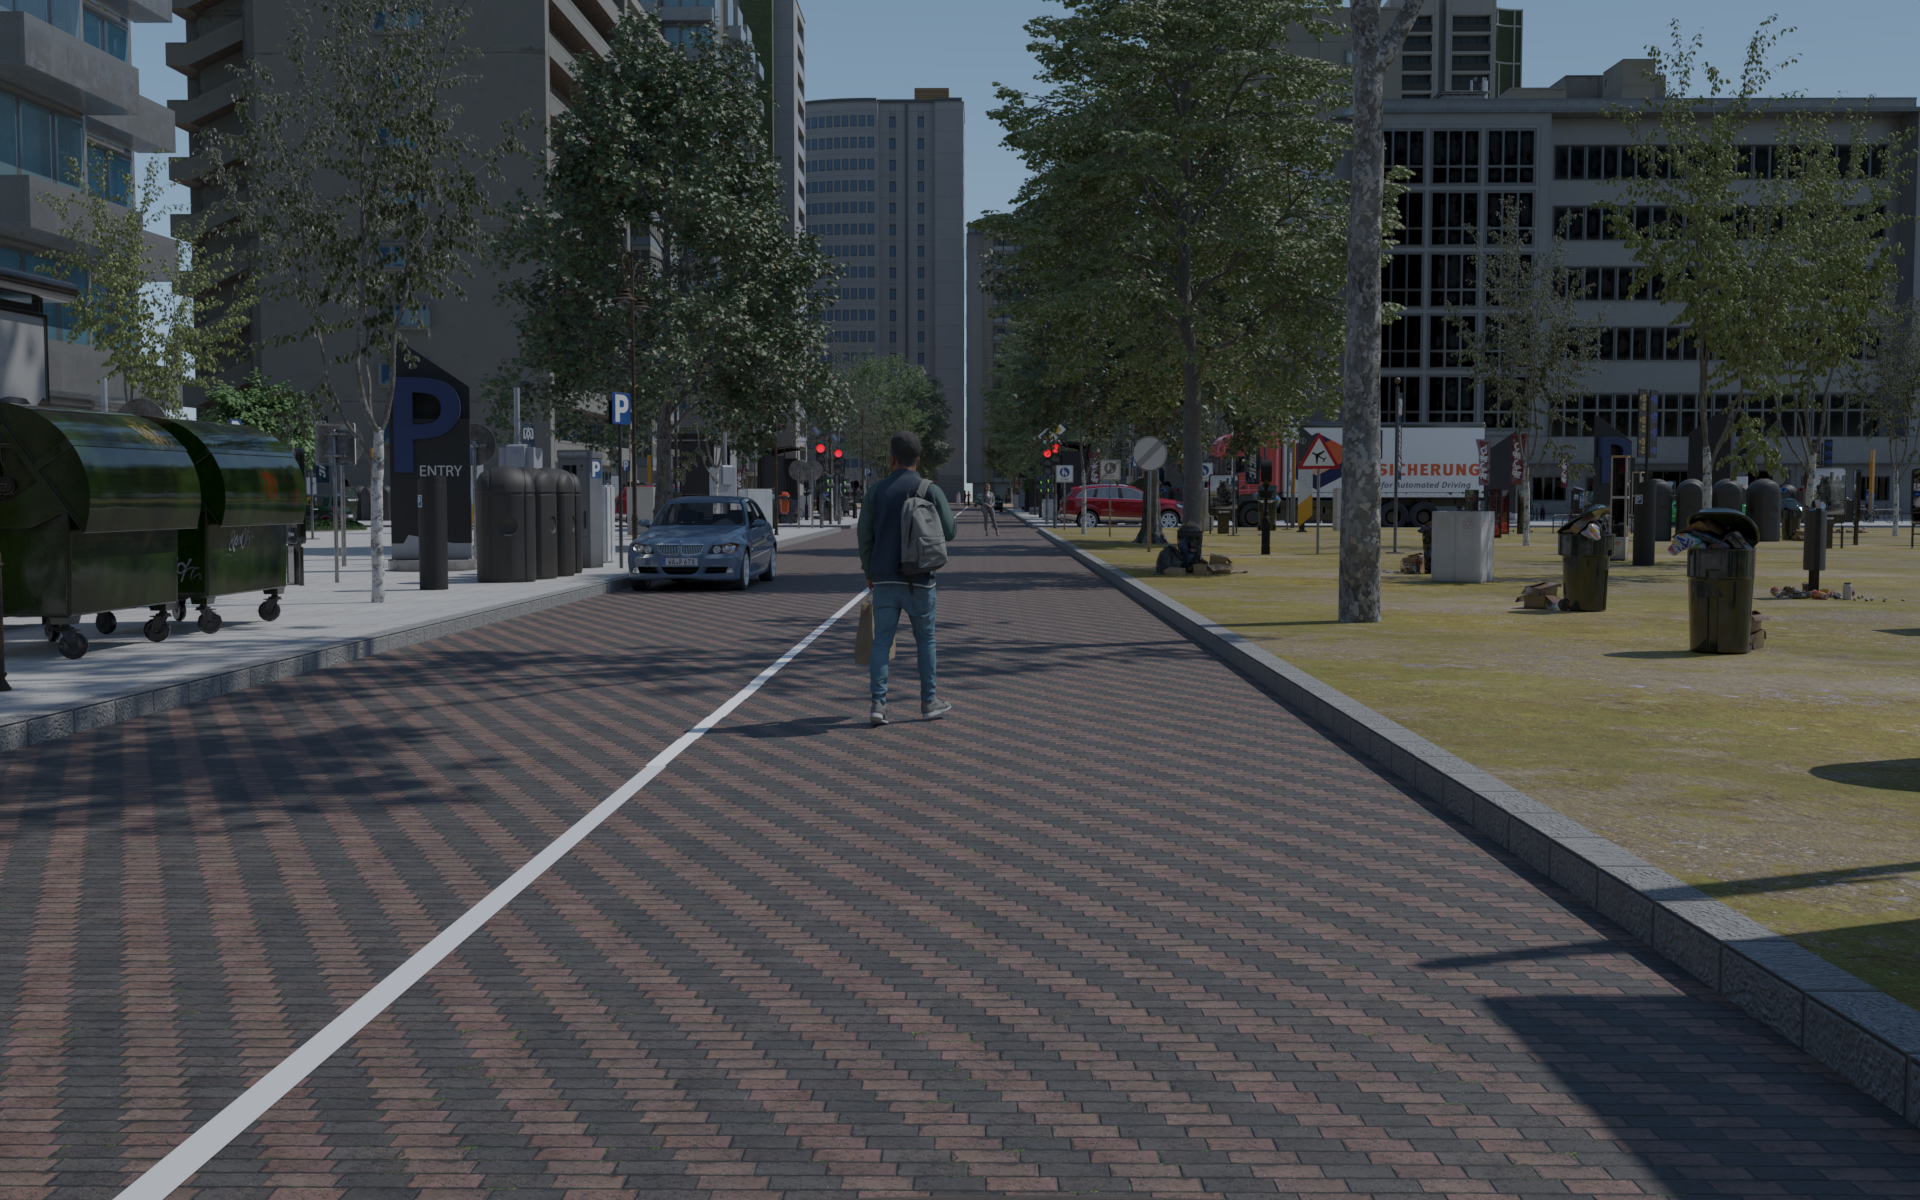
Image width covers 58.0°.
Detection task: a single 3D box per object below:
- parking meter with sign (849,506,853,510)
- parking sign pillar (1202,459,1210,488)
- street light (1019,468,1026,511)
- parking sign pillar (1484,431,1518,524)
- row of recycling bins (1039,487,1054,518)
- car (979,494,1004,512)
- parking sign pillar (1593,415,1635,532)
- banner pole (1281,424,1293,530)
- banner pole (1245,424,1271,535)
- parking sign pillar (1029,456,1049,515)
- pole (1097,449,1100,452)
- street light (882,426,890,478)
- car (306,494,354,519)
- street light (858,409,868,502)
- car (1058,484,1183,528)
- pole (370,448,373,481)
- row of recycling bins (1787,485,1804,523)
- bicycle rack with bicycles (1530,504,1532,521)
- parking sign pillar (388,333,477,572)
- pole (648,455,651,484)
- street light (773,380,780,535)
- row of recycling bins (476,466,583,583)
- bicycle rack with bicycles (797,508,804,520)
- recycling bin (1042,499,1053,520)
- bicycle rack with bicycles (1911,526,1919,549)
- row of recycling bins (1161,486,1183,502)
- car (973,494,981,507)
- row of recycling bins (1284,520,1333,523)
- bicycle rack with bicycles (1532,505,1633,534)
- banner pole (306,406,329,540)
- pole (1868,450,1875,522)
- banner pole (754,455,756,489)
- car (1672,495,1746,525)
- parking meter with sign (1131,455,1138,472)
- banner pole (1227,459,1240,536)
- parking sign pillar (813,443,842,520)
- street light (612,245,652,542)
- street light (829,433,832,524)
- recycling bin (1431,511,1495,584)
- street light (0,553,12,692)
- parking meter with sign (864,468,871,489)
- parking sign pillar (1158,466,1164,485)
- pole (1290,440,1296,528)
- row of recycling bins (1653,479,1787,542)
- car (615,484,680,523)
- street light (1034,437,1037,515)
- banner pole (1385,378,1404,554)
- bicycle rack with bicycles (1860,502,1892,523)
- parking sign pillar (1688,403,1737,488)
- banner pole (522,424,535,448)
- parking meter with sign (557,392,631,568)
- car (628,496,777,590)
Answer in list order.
[{"bbox_3d":[-8.823,-8.561,136.238,0.543,3.016,1.738,-2,4,-35],"label":"parking meter with sign"},{"bbox_3d":[14.067,-6.659,97.353,1.447,3.967,1.447,3,5,43],"label":"parking sign pillar"},{"bbox_3d":[4.766,-9.390,126.316,0.468,5.910,1.993,0,4,1],"label":"street light"},{"bbox_3d":[23.117,-5.227,73.929,1.447,3.967,1.447,2,4,30],"label":"parking sign pillar"},{"bbox_3d":[4.846,-5.327,94.208,1.069,1.692,3.534,0,4,6],"label":"row of recycling bins"},{"bbox_3d":[2.559,-7.872,138.492,2.009,1.686,4.222,0,4,1],"label":"car"},{"bbox_3d":[22.401,-4.332,59.303,1.447,3.967,1.447,0,4,-7],"label":"parking sign pillar"},{"bbox_3d":[11.808,-4.407,62.063,0.401,3.779,0.863,2,4,26],"label":"banner pole"},{"bbox_3d":[9.264,-3.907,53.895,0.863,3.779,0.401,2,4,25],"label":"banner pole"},{"bbox_3d":[5.024,-7.326,108.244,1.447,3.967,1.447,1,4,15],"label":"parking sign pillar"},{"bbox_3d":[6.168,-5.137,77.832,0.158,3.312,0.155,0,3,0],"label":"pole"},{"bbox_3d":[-4.954,-8.739,115.674,0.468,5.910,1.993,0,4,1],"label":"street light"},{"bbox_3d":[-26.317,-3.617,68.929,4.222,1.686,2.009,0,4,-1],"label":"car"},{"bbox_3d":[-5.305,-7.443,94.488,0.468,5.910,1.993,0,4,1],"label":"street light"},{"bbox_3d":[6.514,-3.657,68.471,5.304,1.827,2.281,0,4,1],"label":"car"},{"bbox_3d":[-25.868,-5.049,76.395,0.158,3.312,0.155,0,3,0],"label":"pole"},{"bbox_3d":[37.018,-4.257,76.721,1.069,1.692,3.534,-3,4,-37],"label":"row of recycling bins"},{"bbox_3d":[26.855,-4.257,82.988,2.852,0.926,2.925,1,4,18],"label":"bicycle rack with bicycles"},{"bbox_3d":[-8.900,-2.486,29.122,1.447,3.967,1.447,-1,4,-14],"label":"parking sign pillar"},{"bbox_3d":[-16.260,-5.923,90.687,0.158,3.312,0.155,0,3,0],"label":"pole"},{"bbox_3d":[-5.715,-4.950,53.722,0.468,5.910,1.993,0,4,1],"label":"street light"},{"bbox_3d":[-6.550,-1.196,26.665,1.069,1.692,3.534,0,4,2],"label":"row of recycling bins"},{"bbox_3d":[-9.159,-4.234,82.600,2.925,0.926,2.852,1,4,12],"label":"bicycle rack with bicycles"},{"bbox_3d":[4.432,-4.460,85.471,0.722,1.027,0.722,0,4,-3],"label":"recycling bin"},{"bbox_3d":[23.601,-1.650,40.352,2.852,0.926,2.925,-1,4,-15],"label":"bicycle rack with bicycles"},{"bbox_3d":[10.684,-5.000,88.866,3.534,1.692,1.069,3,5,44],"label":"row of recycling bins"},{"bbox_3d":[2.529,-11.130,193.765,2.131,1.459,4.920,0,4,1],"label":"car"},{"bbox_3d":[15.962,-4.226,76.201,3.534,1.692,1.069,2,4,31],"label":"row of recycling bins"},{"bbox_3d":[20.626,-2.602,55.917,2.925,0.926,2.852,-3,5,-41],"label":"bicycle rack with bicycles"},{"bbox_3d":[-18.106,-3.597,48.827,0.863,3.779,0.401,1,4,20],"label":"banner pole"},{"bbox_3d":[41.907,-5.245,79.605,0.158,3.312,0.155,0,3,0],"label":"pole"},{"bbox_3d":[-10.484,-6.139,90.396,0.863,3.779,0.401,0,4,-1],"label":"banner pole"},{"bbox_3d":[28.803,-3.664,68.696,4.718,1.807,1.959,0,4,2],"label":"car"},{"bbox_3d":[8.122,-4.934,76.924,0.543,3.016,1.738,1,4,22],"label":"parking meter with sign"},{"bbox_3d":[8.286,-3.826,52.576,0.401,3.779,0.863,1,4,17],"label":"banner pole"},{"bbox_3d":[-6.715,-6.067,87.668,1.447,3.967,1.447,0,4,5],"label":"parking sign pillar"},{"bbox_3d":[-6.110,-3.646,32.405,0.468,5.910,1.993,0,4,1],"label":"street light"},{"bbox_3d":[-5.480,-6.133,73.065,0.468,5.910,1.993,0,4,1],"label":"street light"},{"bbox_3d":[7.333,-0.777,25.254,0.722,1.027,0.722,2,4,33],"label":"recycling bin"},{"bbox_3d":[-6.285,-2.344,11.114,0.468,5.910,1.993,0,4,1],"label":"street light"},{"bbox_3d":[-5.936,-7.422,117.612,0.543,3.016,1.738,1,4,21],"label":"parking meter with sign"},{"bbox_3d":[15.418,-8.938,134.614,1.447,3.967,1.447,-1,4,-19],"label":"parking sign pillar"},{"bbox_3d":[12.549,-4.368,65.255,0.158,3.312,0.155,0,3,0],"label":"pole"},{"bbox_3d":[20.440,-2.453,47.213,3.534,1.692,1.069,1,4,16],"label":"row of recycling bins"},{"bbox_3d":[-11.154,-3.680,68.849,5.304,1.827,2.281,0,4,-1],"label":"car"},{"bbox_3d":[4.552,-8.080,104.901,0.468,5.910,1.993,0,4,1],"label":"street light"},{"bbox_3d":[9.492,-2.905,37.512,0.401,3.779,0.863,2,4,24],"label":"banner pole"},{"bbox_3d":[40.510,-3.919,77.464,2.925,0.926,2.852,-1,4,-21],"label":"bicycle rack with bicycles"},{"bbox_3d":[22.475,-3.871,51.763,1.447,3.967,1.447,-3,5,-41],"label":"parking sign pillar"},{"bbox_3d":[-13.604,-3.921,54.132,0.401,3.779,0.863,3,5,41],"label":"banner pole"},{"bbox_3d":[-6.609,-2.073,30.152,1.738,3.016,0.543,2,4,23],"label":"parking meter with sign"},{"bbox_3d":[-3.982,-0.940,27.370,2.014,1.417,4.499,0,4,2],"label":"car"}]
